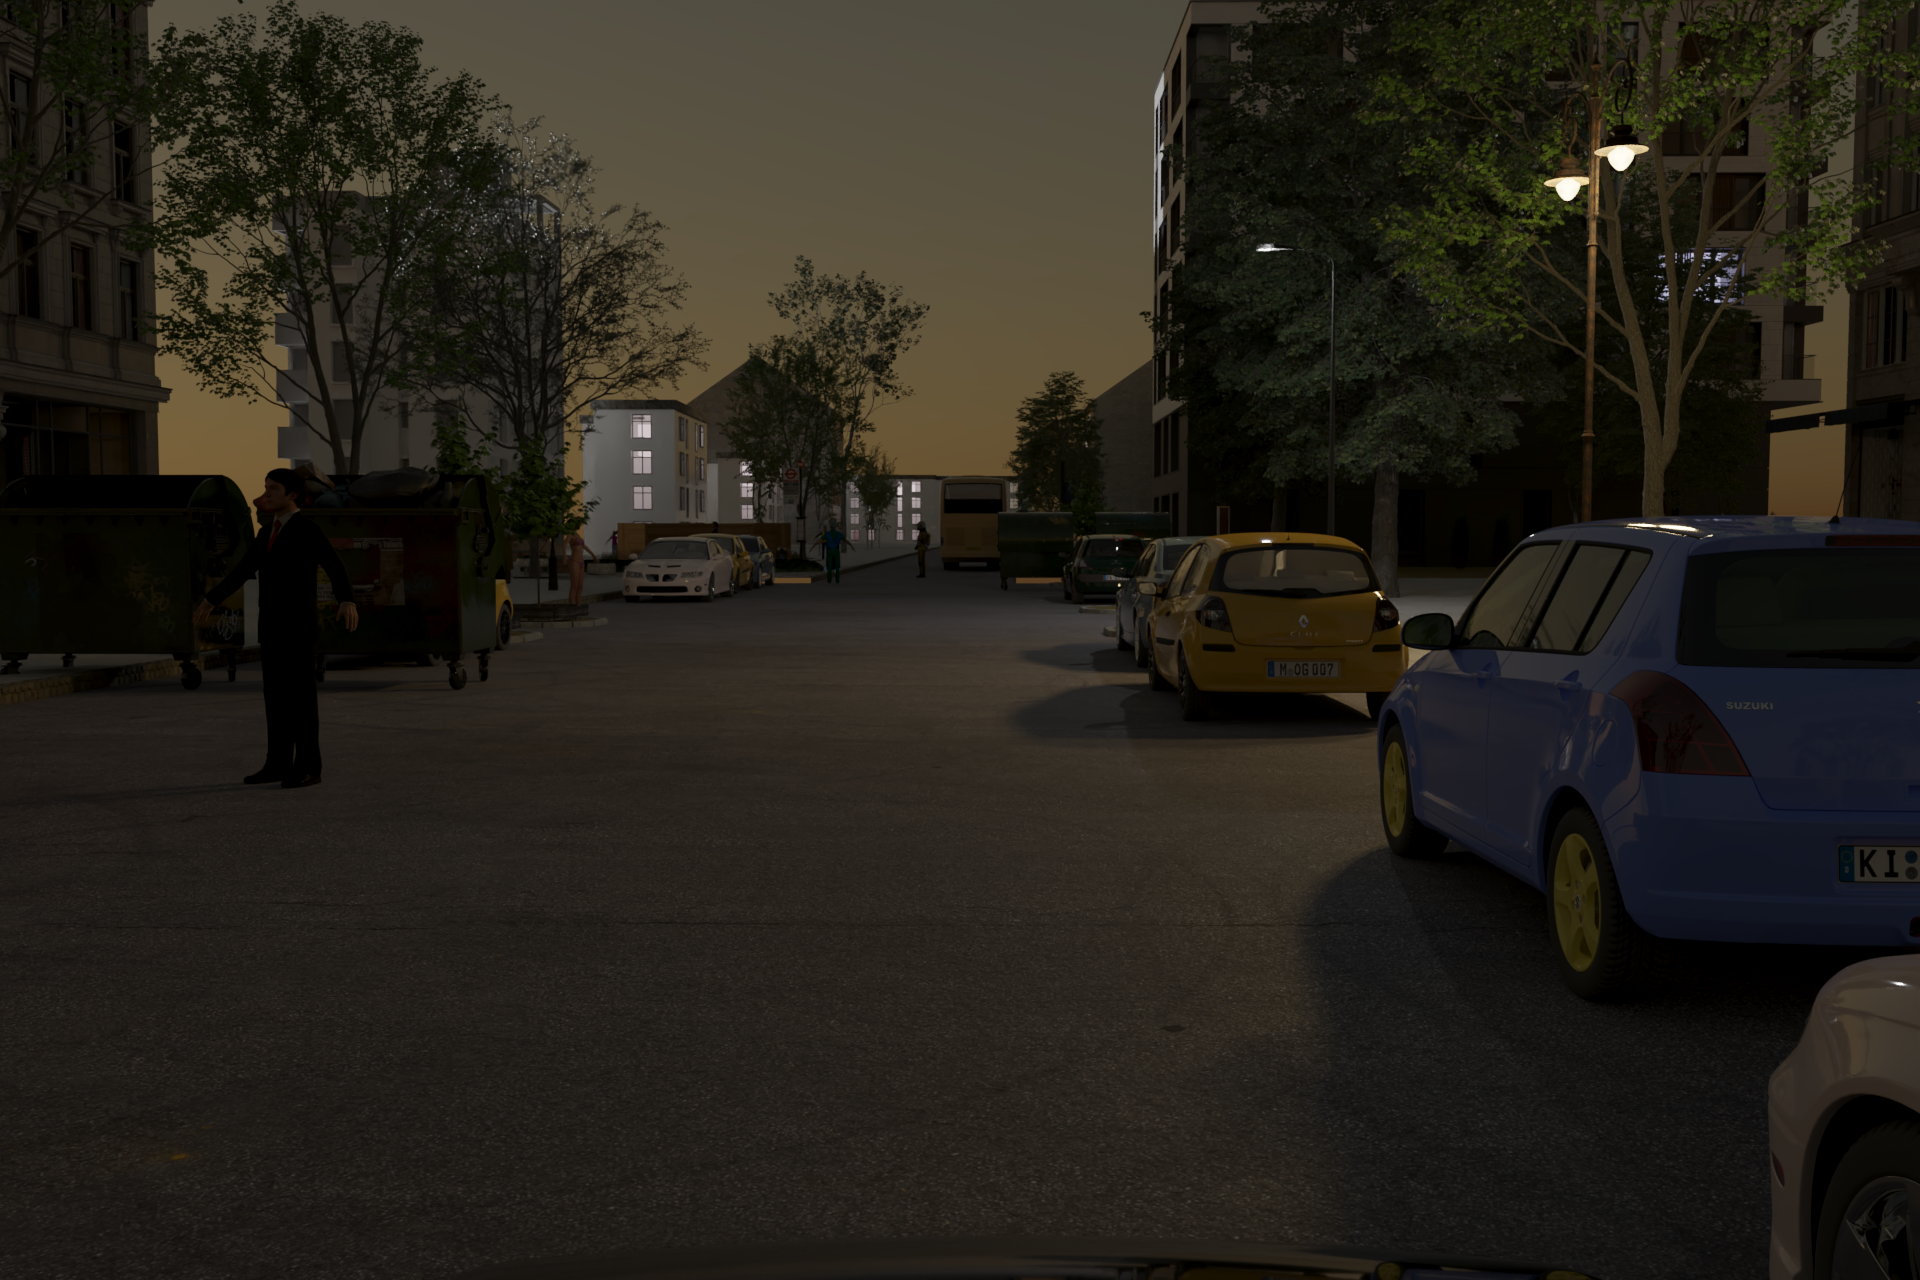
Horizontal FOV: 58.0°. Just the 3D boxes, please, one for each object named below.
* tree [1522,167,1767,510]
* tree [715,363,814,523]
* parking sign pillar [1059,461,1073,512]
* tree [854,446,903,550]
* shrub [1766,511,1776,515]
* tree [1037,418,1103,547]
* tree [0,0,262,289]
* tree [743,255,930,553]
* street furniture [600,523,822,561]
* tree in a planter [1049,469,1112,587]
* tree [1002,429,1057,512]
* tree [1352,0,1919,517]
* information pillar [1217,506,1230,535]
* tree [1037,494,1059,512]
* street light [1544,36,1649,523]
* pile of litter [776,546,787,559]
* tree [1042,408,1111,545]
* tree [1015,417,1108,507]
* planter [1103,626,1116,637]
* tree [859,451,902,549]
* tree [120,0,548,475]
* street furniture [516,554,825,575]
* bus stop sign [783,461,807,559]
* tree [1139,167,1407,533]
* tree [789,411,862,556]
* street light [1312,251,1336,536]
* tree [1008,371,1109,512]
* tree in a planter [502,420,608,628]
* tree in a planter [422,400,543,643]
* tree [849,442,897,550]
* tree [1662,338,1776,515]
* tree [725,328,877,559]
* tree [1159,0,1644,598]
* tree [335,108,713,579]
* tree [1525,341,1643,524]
[{"bbox_3d":[21.390,-8.344,54.559,7.486,12.596,7.792,0,3,0],"label":"tree"},{"bbox_3d":[-8.626,-7.675,75.854,4.737,8.622,4.395,0,3,0],"label":"tree"},{"bbox_3d":[3.944,-4.670,64.831,1.447,3.967,1.447,0,4,1],"label":"parking sign pillar"},{"bbox_3d":[-7.080,-11.689,141.469,4.737,8.622,4.395,0,3,0],"label":"tree"},{"bbox_3d":[27.587,-3.359,58.966,1.661,2.075,1.752,0,3,0],"label":"shrub"},{"bbox_3d":[7.391,-9.666,108.397,4.360,8.622,3.978,0,3,0],"label":"tree"},{"bbox_3d":[-12.581,-5.842,21.275,9.928,11.665,9.643,0,3,0],"label":"tree"},{"bbox_3d":[-8.478,-16.010,117.651,12.611,20.169,13.585,0,3,0],"label":"tree"},{"bbox_3d":[-9.925,-3.929,71.089,11.010,1.723,9.812,3,5,44],"label":"street furniture"},{"bbox_3d":[3.449,-3.086,47.680,1.991,3.239,1.994,0,4,1],"label":"tree in a planter"},{"bbox_3d":[7.621,-13.069,148.095,7.601,10.594,8.767,2,4,25],"label":"tree"},{"bbox_3d":[8.862,-5.873,21.783,9.928,11.665,9.643,0,3,0],"label":"tree"},{"bbox_3d":[6.942,-2.522,45.719,0.304,2.012,0.304,0,4,1],"label":"information pillar"},{"bbox_3d":[12.718,-17.871,242.557,4.737,8.622,4.395,0,3,0],"label":"tree"},{"bbox_3d":[6.099,-2.690,16.771,0.468,5.910,1.993,0,4,1],"label":"street light"},{"bbox_3d":[-6.176,-2.951,62.214,1.176,0.858,1.719,0,4,2],"label":"pile of litter"},{"bbox_3d":[6.790,-9.182,100.494,4.360,8.622,3.978,0,3,0],"label":"tree"},{"bbox_3d":[7.872,-12.074,131.821,7.601,10.594,8.767,1,4,18],"label":"tree"},{"bbox_3d":[3.056,-0.214,24.632,1.991,0.319,1.994,0,4,1],"label":"planter"},{"bbox_3d":[-7.162,-12.427,153.542,4.737,8.622,4.395,0,3,0],"label":"tree"},{"bbox_3d":[-11.928,-6.589,33.493,9.928,11.665,9.643,0,3,0],"label":"tree"},{"bbox_3d":[-9.569,-2.509,56.650,10.072,0.657,5.734,0,4,1],"label":"street furniture"},{"bbox_3d":[-6.038,-4.567,63.378,0.855,3.939,0.416,0,4,2],"label":"bus stop sign"},{"bbox_3d":[10.850,-9.308,58.841,9.857,13.997,8.962,0,3,0],"label":"tree"},{"bbox_3d":[-8.129,-9.291,102.272,4.737,8.622,4.395,0,3,0],"label":"tree"},{"bbox_3d":[6.507,-3.377,27.751,1.470,5.913,1.316,0,4,1],"label":"street light"},{"bbox_3d":[6.838,-12.390,120.708,7.486,12.596,7.792,0,3,0],"label":"tree"},{"bbox_3d":[-6.651,-1.836,27.241,1.991,3.239,1.994,0,4,2],"label":"tree in a planter"},{"bbox_3d":[-6.741,-1.594,23.290,1.991,3.239,1.994,0,4,2],"label":"tree in a planter"},{"bbox_3d":[-7.057,-11.376,136.356,4.737,8.622,4.395,0,3,0],"label":"tree"},{"bbox_3d":[27.931,-6.929,63.655,4.737,8.622,4.395,0,3,0],"label":"tree"},{"bbox_3d":[-8.113,-9.952,88.478,9.928,11.665,9.643,0,3,0],"label":"tree"},{"bbox_3d":[8.549,-7.835,34.753,9.857,13.997,8.962,0,3,0],"label":"tree"},{"bbox_3d":[-12.344,-8.525,49.758,12.009,13.543,11.850,0,3,0],"label":"tree"},{"bbox_3d":[21.976,-6.852,62.400,4.360,8.622,3.978,0,3,0],"label":"tree"}]
